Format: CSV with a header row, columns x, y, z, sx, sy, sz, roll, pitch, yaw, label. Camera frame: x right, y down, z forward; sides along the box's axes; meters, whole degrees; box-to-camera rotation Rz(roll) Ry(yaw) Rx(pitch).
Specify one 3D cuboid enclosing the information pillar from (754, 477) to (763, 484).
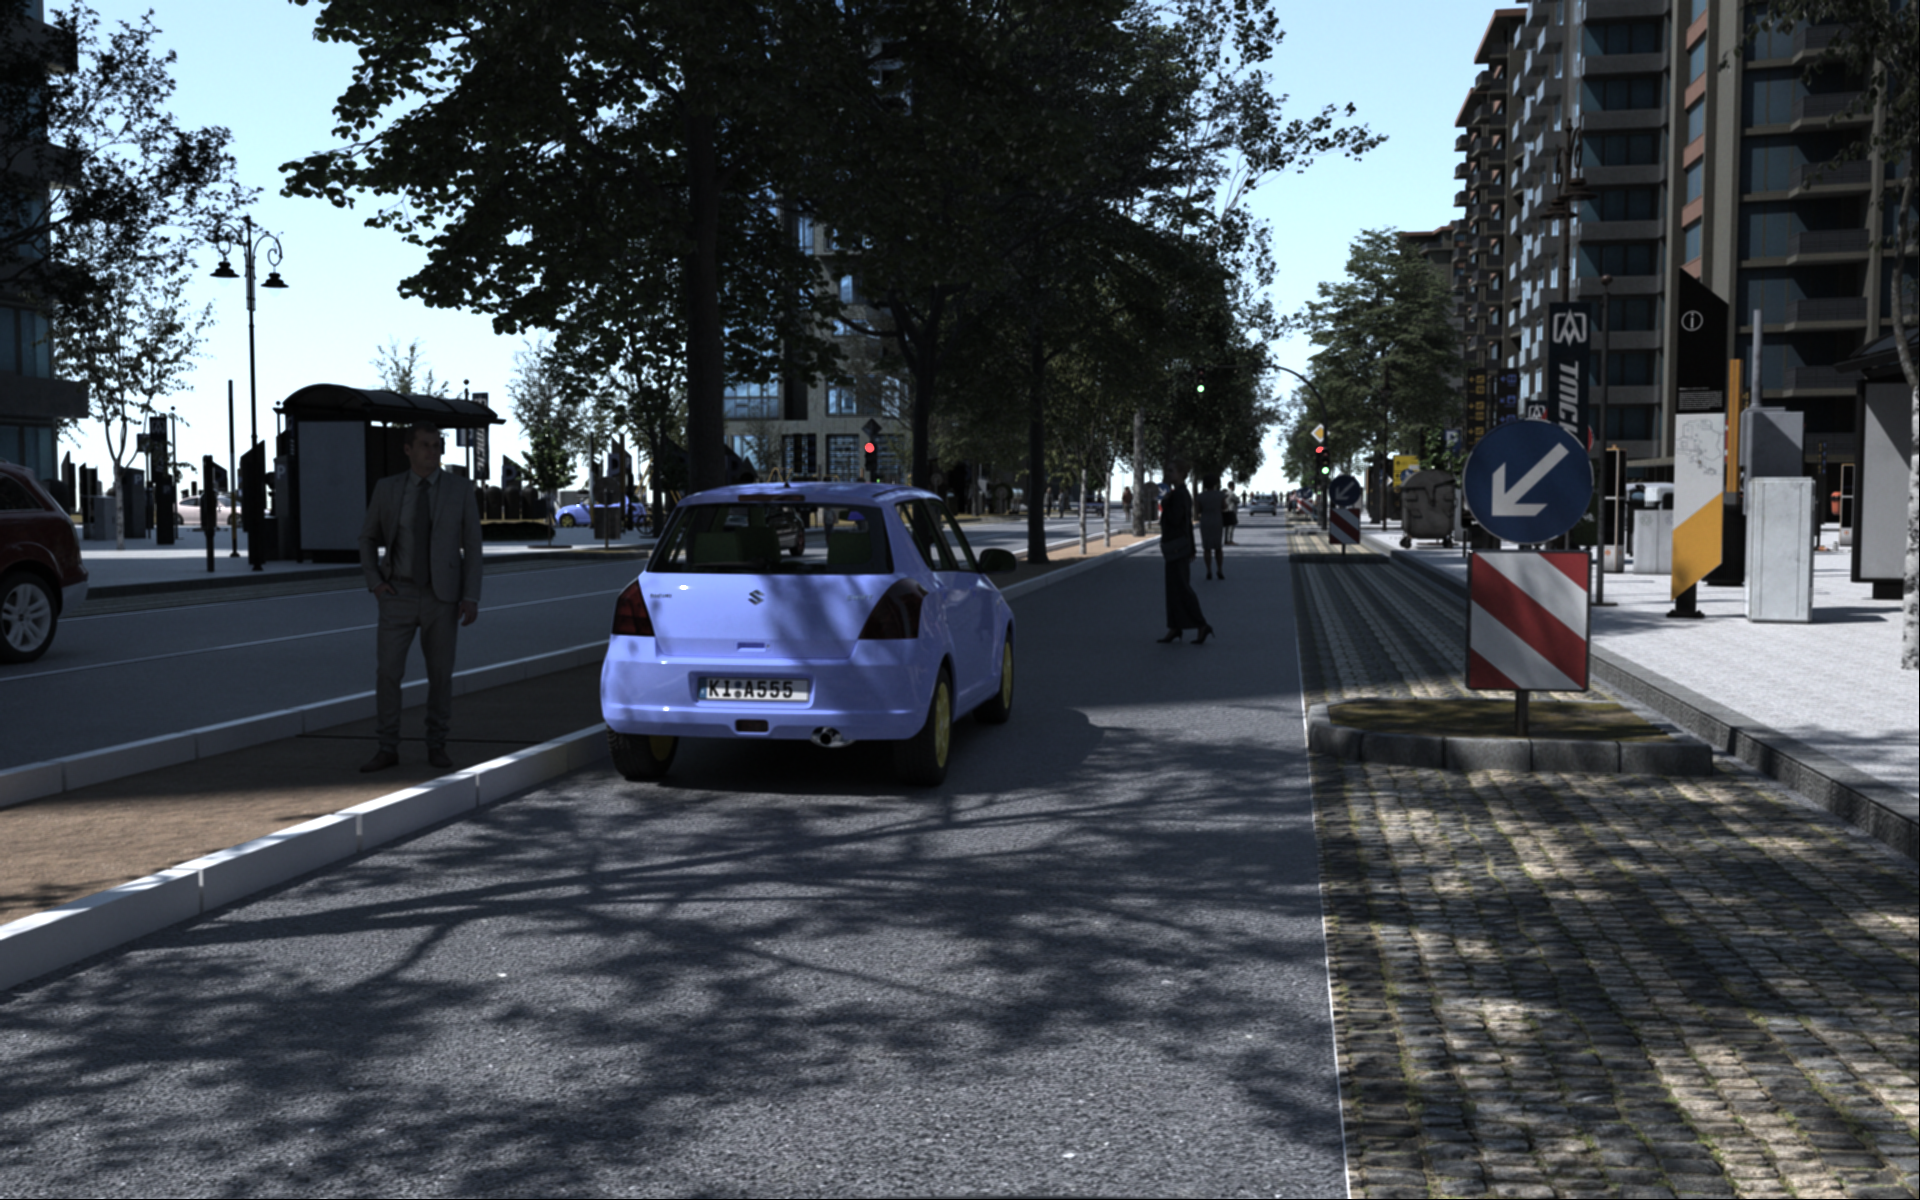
x,y,z,sx,sy,sz,roll,pitch,yaw,label
-8.534,-4.216,73.423,0.304,2.012,0.304,3,5,44,information pillar

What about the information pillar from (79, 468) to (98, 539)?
x,y,z,sx,sy,sz,roll,pitch,yaw,label
-24.684,-2.731,49.139,0.304,2.012,0.304,2,4,30,information pillar

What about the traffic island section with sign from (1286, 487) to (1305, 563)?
x,y,z,sx,sy,sz,roll,pitch,yaw,label
7.930,-1.695,36.342,1.989,1.847,2.006,1,4,11,traffic island section with sign

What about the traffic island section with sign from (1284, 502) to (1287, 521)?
x,y,z,sx,sy,sz,roll,pitch,yaw,label
18.119,-5.043,91.081,1.989,1.847,2.006,1,4,11,traffic island section with sign

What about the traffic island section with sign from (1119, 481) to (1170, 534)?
x,y,z,sx,sy,sz,roll,pitch,yaw,label
6.785,-3.315,62.330,2.006,1.907,1.989,1,4,11,traffic island section with sign

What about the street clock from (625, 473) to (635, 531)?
x,y,z,sx,sy,sz,roll,pitch,yaw,label
-11.614,-3.447,60.927,0.358,2.002,0.471,-1,4,-21,street clock

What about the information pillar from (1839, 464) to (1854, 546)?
x,y,z,sx,sy,sz,roll,pitch,yaw,label
21.818,-2.329,42.565,0.304,2.012,0.304,2,4,31,information pillar

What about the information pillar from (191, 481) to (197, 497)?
x,y,z,sx,sy,sz,roll,pitch,yaw,label
-43.914,-5.802,99.349,0.304,2.012,0.304,-2,4,-24,information pillar

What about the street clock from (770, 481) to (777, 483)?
x,y,z,sx,sy,sz,roll,pitch,yaw,label
-10.223,-5.524,94.881,0.471,2.002,0.358,0,4,-2,street clock

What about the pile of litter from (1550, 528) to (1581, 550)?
x,y,z,sx,sy,sz,roll,pitch,yaw,label
10.085,-0.970,29.823,1.719,0.858,1.176,-3,4,-38,pile of litter

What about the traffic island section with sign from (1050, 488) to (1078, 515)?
x,y,z,sx,sy,sz,roll,pitch,yaw,label
7.234,-6.835,120.384,1.989,1.847,2.006,1,4,11,traffic island section with sign

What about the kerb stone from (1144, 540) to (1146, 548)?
x,y,z,sx,sy,sz,roll,pitch,yaw,label
4.762,-1.442,45.768,0.120,0.150,1.000,1,4,11,kerb stone

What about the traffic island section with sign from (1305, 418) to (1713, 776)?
x,y,z,sx,sy,sz,roll,pitch,yaw,label
3.002,-0.074,9.840,1.989,1.847,2.006,1,4,11,traffic island section with sign

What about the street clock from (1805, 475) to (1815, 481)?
x,y,z,sx,sy,sz,roll,pitch,yaw,label
33.017,-3.846,67.460,0.471,2.002,0.358,-1,4,-16,street clock

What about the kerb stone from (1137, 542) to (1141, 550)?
x,y,z,sx,sy,sz,roll,pitch,yaw,label
4.397,-1.319,43.757,0.120,0.150,1.000,1,4,11,kerb stone

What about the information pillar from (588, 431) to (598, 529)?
x,y,z,sx,sy,sz,roll,pitch,yaw,label
-13.753,-4.481,64.626,0.183,3.616,0.504,-2,4,-24,information pillar

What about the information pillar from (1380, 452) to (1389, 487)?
x,y,z,sx,sy,sz,roll,pitch,yaw,label
23.181,-6.326,94.787,0.504,3.616,0.183,0,4,-2,information pillar

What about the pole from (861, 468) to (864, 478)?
x,y,z,sx,sy,sz,roll,pitch,yaw,label
-7.722,-8.745,136.816,0.158,3.312,0.155,0,3,0,pole

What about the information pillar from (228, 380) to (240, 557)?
x,y,z,sx,sy,sz,roll,pitch,yaw,label
-14.825,-2.688,35.298,0.183,3.616,0.504,-1,4,-22,information pillar

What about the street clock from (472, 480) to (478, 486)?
x,y,z,sx,sy,sz,roll,pitch,yaw,label
-24.894,-5.149,88.760,0.358,2.002,0.471,0,4,5,street clock

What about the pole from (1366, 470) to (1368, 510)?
x,y,z,sx,sy,sz,roll,pitch,yaw,label
32.728,-8.878,138.998,0.158,3.312,0.155,0,3,0,pole

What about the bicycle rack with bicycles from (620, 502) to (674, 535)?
x,y,z,sx,sy,sz,roll,pitch,yaw,label
-9.508,-2.580,55.567,2.925,0.926,2.852,1,4,14,bicycle rack with bicycles

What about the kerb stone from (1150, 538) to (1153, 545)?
x,y,z,sx,sy,sz,roll,pitch,yaw,label
5.146,-1.565,47.788,0.120,0.150,1.000,1,4,11,kerb stone

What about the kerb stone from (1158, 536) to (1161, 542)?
x,y,z,sx,sy,sz,roll,pitch,yaw,label
5.719,-1.743,50.805,0.120,0.150,1.000,1,4,11,kerb stone

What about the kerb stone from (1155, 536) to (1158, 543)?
x,y,z,sx,sy,sz,roll,pitch,yaw,label
5.520,-1.686,49.802,0.120,0.150,1.000,1,4,11,kerb stone

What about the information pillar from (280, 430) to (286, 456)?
x,y,z,sx,sy,sz,roll,pitch,yaw,label
-21.565,-3.937,55.725,0.504,3.616,0.183,-1,4,-16,information pillar

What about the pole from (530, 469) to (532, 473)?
x,y,z,sx,sy,sz,roll,pitch,yaw,label
-25.958,-6.778,104.664,0.158,3.312,0.155,0,3,0,pole

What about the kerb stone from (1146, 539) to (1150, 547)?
x,y,z,sx,sy,sz,roll,pitch,yaw,label
4.957,-1.503,46.781,0.120,0.150,1.000,1,4,11,kerb stone

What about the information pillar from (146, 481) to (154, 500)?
x,y,z,sx,sy,sz,roll,pitch,yaw,label
-45.593,-5.688,97.491,0.304,2.012,0.304,2,4,34,information pillar

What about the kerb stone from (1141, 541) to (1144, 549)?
x,y,z,sx,sy,sz,roll,pitch,yaw,label
4.583,-1.380,44.762,0.120,0.150,1.000,1,4,11,kerb stone

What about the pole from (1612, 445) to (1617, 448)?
x,y,z,sx,sy,sz,roll,pitch,yaw,label
26.987,-4.749,71.485,0.158,3.312,0.155,0,3,0,pole

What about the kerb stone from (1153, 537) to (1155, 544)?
x,y,z,sx,sy,sz,roll,pitch,yaw,label
5.332,-1.626,48.797,0.120,0.150,1.000,1,4,11,kerb stone

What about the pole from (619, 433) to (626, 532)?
x,y,z,sx,sy,sz,roll,pitch,yaw,label
-11.342,-3.938,58.228,0.158,3.312,0.155,0,3,0,pole

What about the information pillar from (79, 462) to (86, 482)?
x,y,z,sx,sy,sz,roll,pitch,yaw,label
-63.410,-8.190,125.262,0.504,3.616,0.183,-3,4,-37,information pillar

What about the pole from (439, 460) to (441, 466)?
x,y,z,sx,sy,sz,roll,pitch,yaw,label
-28.460,-6.172,94.755,0.158,3.312,0.155,0,3,0,pole

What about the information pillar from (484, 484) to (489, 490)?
x,y,z,sx,sy,sz,roll,pitch,yaw,label
-35.314,-7.624,129.149,0.304,2.012,0.304,-2,4,-28,information pillar

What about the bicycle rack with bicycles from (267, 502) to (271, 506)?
x,y,z,sx,sy,sz,roll,pitch,yaw,label
-58.517,-7.989,143.998,2.925,0.926,2.852,3,5,41,bicycle rack with bicycles

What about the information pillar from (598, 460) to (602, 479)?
x,y,z,sx,sy,sz,roll,pitch,yaw,label
-23.680,-7.397,112.291,0.504,3.616,0.183,-1,4,-15,information pillar

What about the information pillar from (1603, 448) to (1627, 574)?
x,y,z,sx,sy,sz,roll,pitch,yaw,label
10.566,-1.440,28.039,0.304,2.012,0.304,-3,5,-44,information pillar

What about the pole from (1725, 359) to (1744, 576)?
x,y,z,sx,sy,sz,roll,pitch,yaw,label
11.754,-1.986,26.308,0.158,3.312,0.155,0,3,0,pole

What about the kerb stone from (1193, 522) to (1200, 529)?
x,y,z,sx,sy,sz,roll,pitch,yaw,label
10.313,-3.251,75.494,0.120,0.150,1.000,1,4,11,kerb stone

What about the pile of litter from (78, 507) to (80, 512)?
x,y,z,sx,sy,sz,roll,pitch,yaw,label
-61.017,-6.572,121.416,1.176,0.858,1.719,2,4,35,pile of litter

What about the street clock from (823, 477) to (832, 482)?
x,y,z,sx,sy,sz,roll,pitch,yaw,label
-5.558,-4.162,72.617,0.358,2.002,0.471,-2,4,-24,street clock

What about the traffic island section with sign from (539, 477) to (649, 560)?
x,y,z,sx,sy,sz,roll,pitch,yaw,label
-8.031,-1.825,38.469,1.989,1.847,2.006,1,4,11,traffic island section with sign

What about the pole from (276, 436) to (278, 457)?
x,y,z,sx,sy,sz,roll,pitch,yaw,label
-23.896,-4.095,60.790,0.158,3.312,0.155,0,3,0,pole

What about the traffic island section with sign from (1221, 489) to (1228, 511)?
x,y,z,sx,sy,sz,roll,pitch,yaw,label
21.905,-8.278,143.484,2.006,1.907,1.989,1,4,11,traffic island section with sign

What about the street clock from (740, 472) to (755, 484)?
x,y,z,sx,sy,sz,roll,pitch,yaw,label
-7.011,-3.215,57.129,0.471,2.002,0.358,0,4,-4,street clock

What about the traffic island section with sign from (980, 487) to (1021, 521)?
x,y,z,sx,sy,sz,roll,pitch,yaw,label
2.222,-5.187,93.443,1.989,1.847,2.006,1,4,11,traffic island section with sign

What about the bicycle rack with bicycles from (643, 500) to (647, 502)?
x,y,z,sx,sy,sz,roll,pitch,yaw,label
-20.351,-6.145,113.848,2.925,0.926,2.852,-1,4,-13,bicycle rack with bicycles

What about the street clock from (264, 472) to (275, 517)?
x,y,z,sx,sy,sz,roll,pitch,yaw,label
-22.221,-3.148,56.045,0.358,2.002,0.471,2,4,34,street clock

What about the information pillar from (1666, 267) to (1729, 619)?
x,y,z,sx,sy,sz,roll,pitch,yaw,label
7.609,-1.620,17.845,0.504,3.616,0.183,2,4,32,information pillar

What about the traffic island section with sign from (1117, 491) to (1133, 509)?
x,y,z,sx,sy,sz,roll,pitch,yaw,label
16.399,-9.842,169.543,1.989,1.847,2.006,1,4,11,traffic island section with sign
